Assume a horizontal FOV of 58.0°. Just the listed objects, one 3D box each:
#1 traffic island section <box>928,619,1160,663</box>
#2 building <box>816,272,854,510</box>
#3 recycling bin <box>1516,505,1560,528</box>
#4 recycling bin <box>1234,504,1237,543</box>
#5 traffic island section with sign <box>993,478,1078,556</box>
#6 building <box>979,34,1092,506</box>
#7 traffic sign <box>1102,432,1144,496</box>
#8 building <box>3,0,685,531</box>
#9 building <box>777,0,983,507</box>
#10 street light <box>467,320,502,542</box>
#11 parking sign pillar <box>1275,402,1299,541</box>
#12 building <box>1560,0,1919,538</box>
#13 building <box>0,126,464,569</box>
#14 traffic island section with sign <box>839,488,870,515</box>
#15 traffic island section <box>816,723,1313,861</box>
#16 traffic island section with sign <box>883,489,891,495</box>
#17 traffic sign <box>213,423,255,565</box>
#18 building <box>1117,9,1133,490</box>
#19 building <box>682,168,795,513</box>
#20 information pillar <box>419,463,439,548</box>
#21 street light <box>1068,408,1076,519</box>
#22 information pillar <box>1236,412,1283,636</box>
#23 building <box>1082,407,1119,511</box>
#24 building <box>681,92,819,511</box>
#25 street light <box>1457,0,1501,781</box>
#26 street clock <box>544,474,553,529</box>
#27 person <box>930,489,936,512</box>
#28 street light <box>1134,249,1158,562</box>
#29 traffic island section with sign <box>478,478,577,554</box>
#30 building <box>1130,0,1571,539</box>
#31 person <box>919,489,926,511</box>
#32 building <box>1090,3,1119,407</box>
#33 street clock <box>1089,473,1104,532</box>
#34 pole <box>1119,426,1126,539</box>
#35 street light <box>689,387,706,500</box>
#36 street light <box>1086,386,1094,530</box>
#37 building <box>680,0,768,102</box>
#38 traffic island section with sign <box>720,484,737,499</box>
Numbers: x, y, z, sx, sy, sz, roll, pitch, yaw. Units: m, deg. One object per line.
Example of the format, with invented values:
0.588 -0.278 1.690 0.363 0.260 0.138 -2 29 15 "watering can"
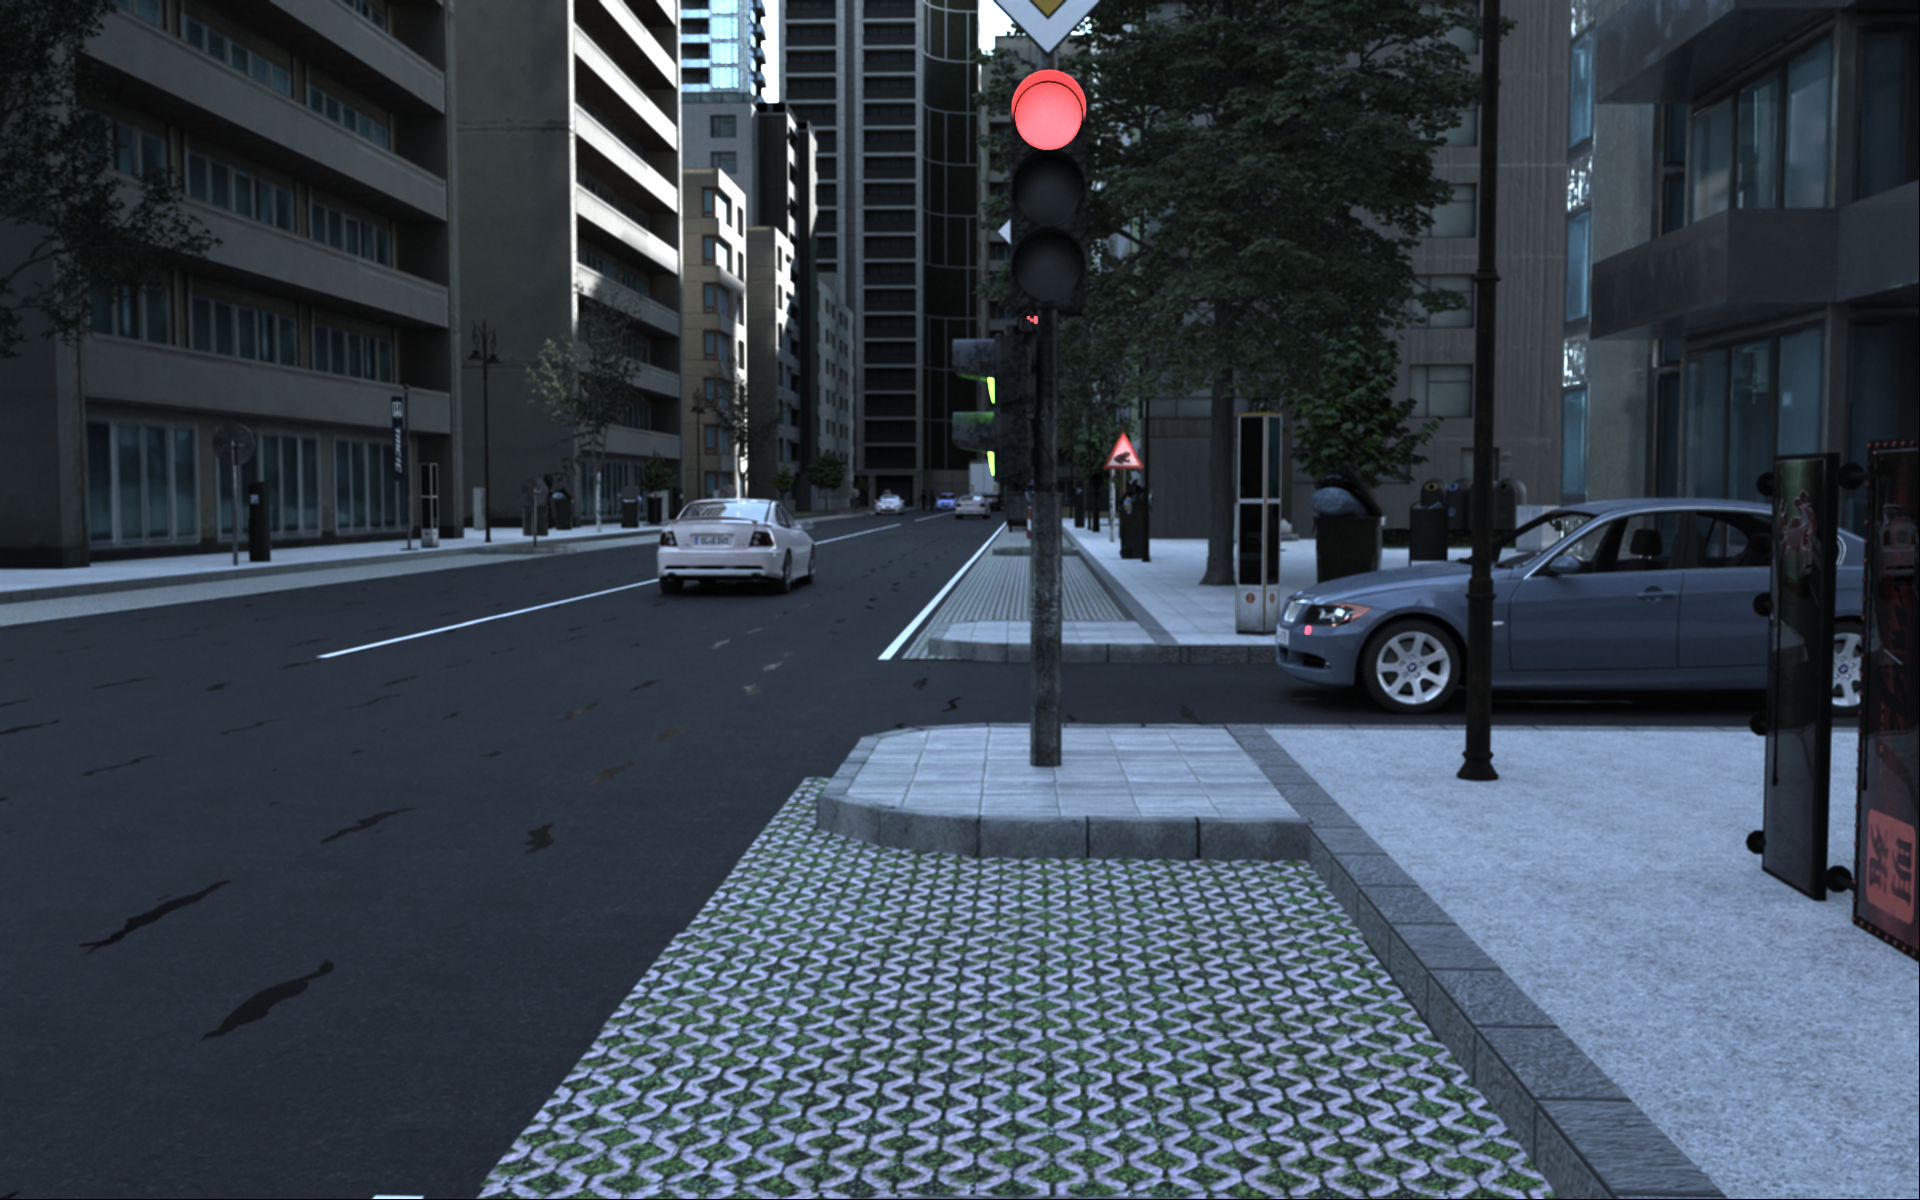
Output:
0.758 0.373 16.184 2.009 0.180 2.903 0 4 2 "traffic island section"
-25.203 -18.822 152.771 28.899 21.520 27.650 0 4 2 "building"
12.823 -1.578 38.347 0.722 1.027 0.722 -2 4 -29 "recycling bin"
7.394 -2.005 45.344 0.722 1.027 0.722 -3 5 -40 "recycling bin"
1.772 -1.965 40.762 1.989 1.847 2.006 0 4 2 "traffic island section with sign"
13.018 -34.456 187.052 21.600 48.544 21.300 0 4 2 "building"
3.455 -2.242 36.657 0.884 2.594 0.081 0 4 7 "traffic sign"
-24.820 -27.611 75.142 21.300 48.544 21.600 0 4 2 "building"
-8.113 -45.744 186.169 20.611 71.187 20.563 0 4 2 "building"
-12.603 -4.483 46.078 0.468 5.910 1.993 0 4 2 "street light"
8.587 -3.612 47.535 1.447 3.967 1.447 3 5 44 "parking sign pillar"
24.637 -24.716 23.714 30.456 49.044 23.786 0 4 2 "building"
-25.566 -25.405 39.078 21.300 48.544 21.600 0 4 2 "building"
-7.173 -6.712 118.363 1.989 1.847 2.006 0 4 2 "traffic island section with sign"
0.428 0.861 8.206 2.009 0.180 2.903 0 4 2 "traffic island section"
-6.062 -8.363 145.368 1.989 1.847 2.006 0 4 2 "traffic island section with sign"
-13.032 -1.895 31.088 0.768 2.556 0.104 0 4 4 "traffic sign"
16.265 -27.425 98.517 14.600 45.320 14.200 0 4 2 "building"
-25.966 -16.021 106.987 27.650 21.520 28.899 0 4 2 "building"
-12.675 -2.255 41.355 0.304 2.012 0.304 1 4 12 "information pillar"
5.827 -7.213 90.721 0.468 5.910 1.993 0 4 2 "street light"
2.729 -0.693 15.818 0.304 2.012 0.304 3 4 38 "information pillar"
20.216 -49.374 119.936 22.319 86.520 31.000 0 4 2 "building"
-18.363 -21.810 128.292 14.160 30.474 14.107 0 4 2 "building"
2.339 -2.132 7.649 0.468 5.910 1.993 0 4 2 "street light"
-15.139 -3.619 63.736 0.358 2.002 0.471 0 4 -1 "street clock"
-2.193 -7.948 138.476 0.705 1.821 1.348 1 4 13 "person"
3.531 -3.662 32.658 0.468 5.910 1.993 0 4 2 "street light"
-10.353 -2.026 41.750 1.989 1.847 2.006 0 4 2 "traffic island section with sign"
12.437 -22.701 54.748 14.154 41.232 14.086 0 4 2 "building"
-3.094 -8.366 144.917 0.705 1.869 1.348 2 4 24 "person"
25.201 -34.296 149.979 28.713 52.752 27.495 0 4 2 "building"
4.600 -3.301 58.549 0.471 2.002 0.358 -2 4 -25 "street clock"
4.692 -3.431 49.932 0.158 3.312 0.155 0 3 0 "pole"
-11.312 -6.248 74.945 0.468 5.910 1.993 0 4 2 "street light"
4.638 -5.446 61.836 0.468 5.910 1.993 0 4 2 "street light"
-33.867 -53.504 187.460 31.000 86.520 22.319 0 4 2 "building"
-9.233 -3.686 68.888 1.989 1.847 2.006 0 4 2 "traffic island section with sign"
